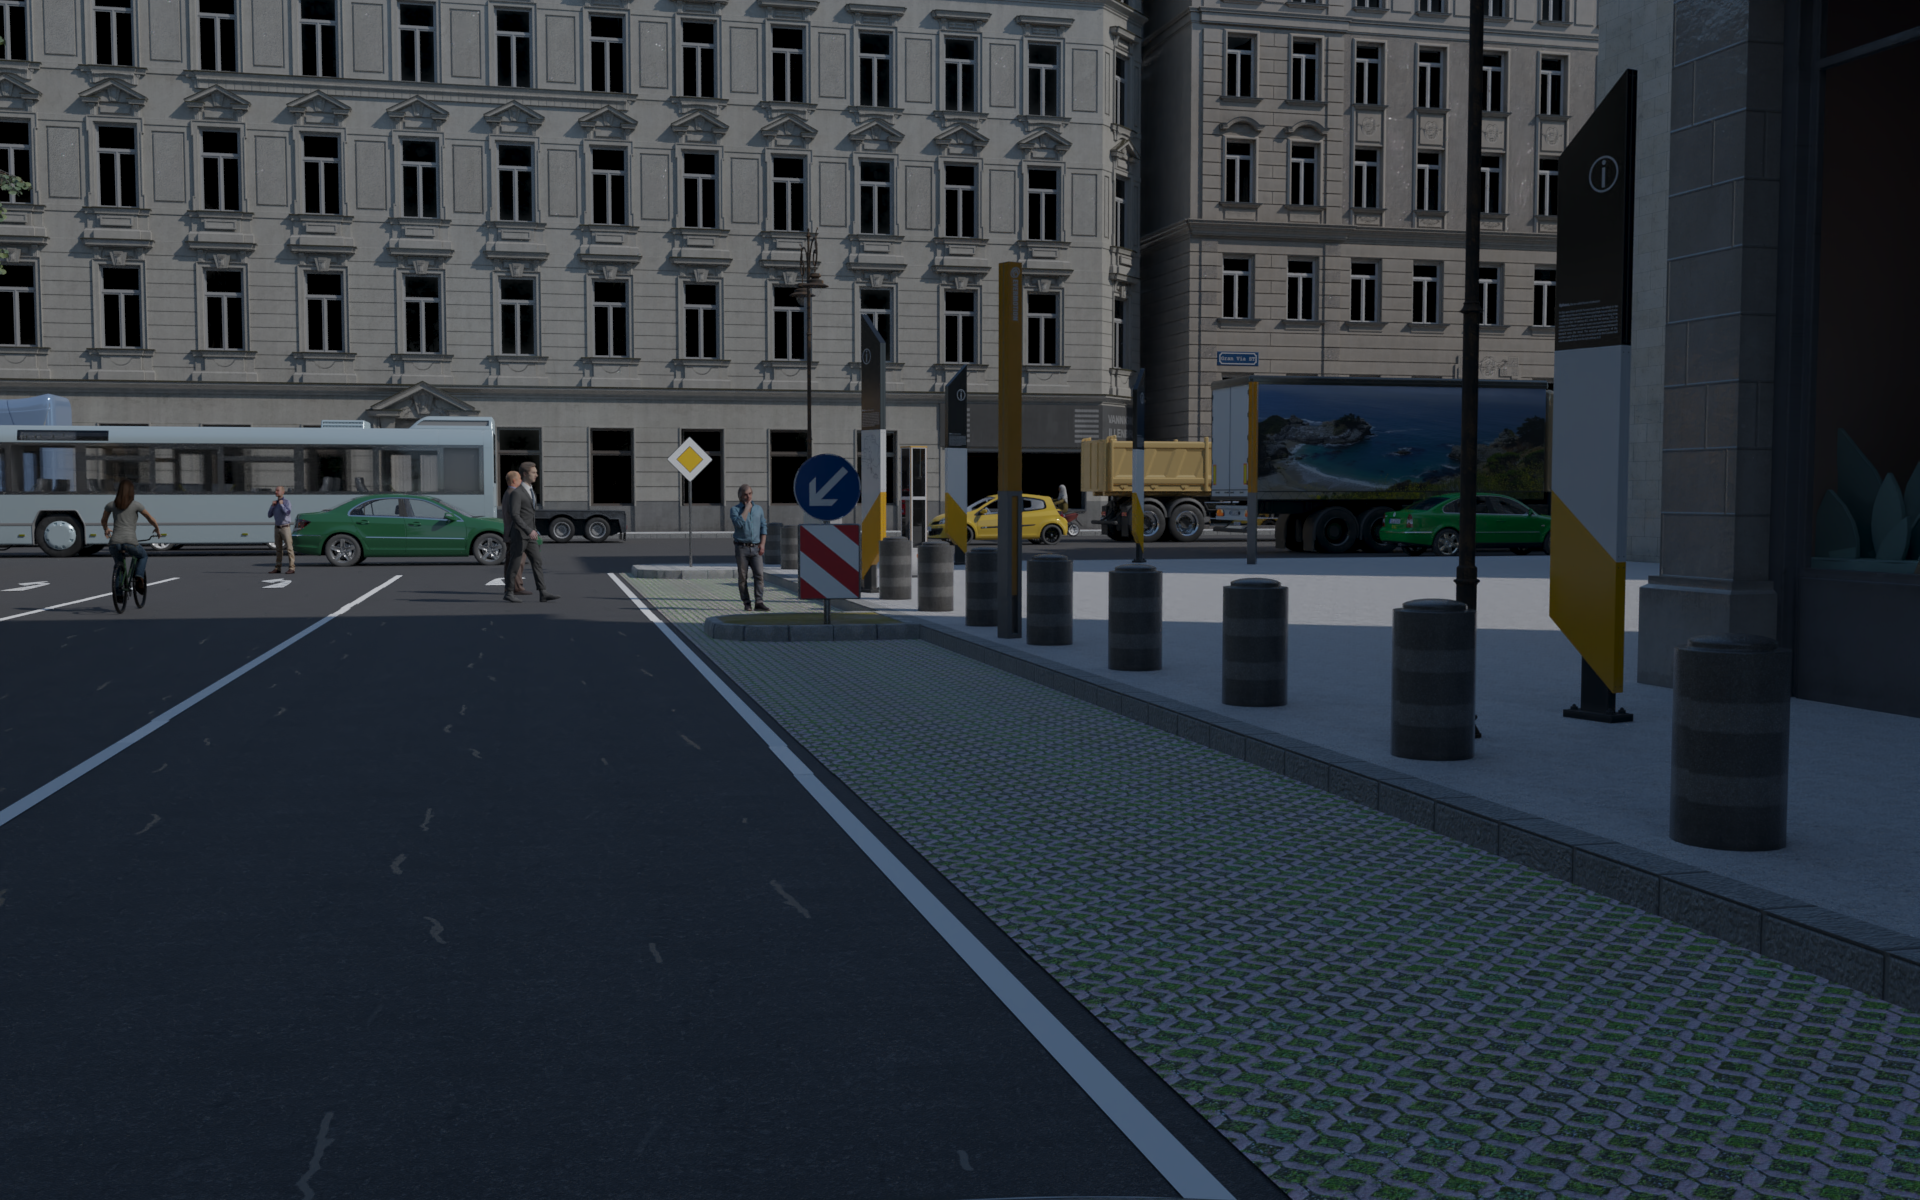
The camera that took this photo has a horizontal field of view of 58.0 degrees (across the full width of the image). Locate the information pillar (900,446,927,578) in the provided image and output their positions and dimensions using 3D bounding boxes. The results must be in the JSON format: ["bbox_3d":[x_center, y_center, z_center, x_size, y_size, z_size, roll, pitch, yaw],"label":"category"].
[{"bbox_3d":[-0.710,-1.354,26.625,0.304,2.012,0.304,-2,4,-34],"label":"information pillar"}]

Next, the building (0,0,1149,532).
[{"bbox_3d":[-15.447,-17.621,64.522,44.131,29.872,17.030,-1,4,-14],"label":"building"}]

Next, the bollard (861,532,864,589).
[{"bbox_3d":[-1.308,-0.521,23.229,0.404,0.777,0.398,0,3,0],"label":"bollard"}]

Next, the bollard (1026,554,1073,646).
[{"bbox_3d":[0.768,-0.005,14.806,0.404,0.777,0.398,0,3,0],"label":"bollard"}]

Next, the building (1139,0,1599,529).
[{"bbox_3d":[18.700,-16.723,70.691,25.104,27.353,12.463,-1,4,-14],"label":"building"}]

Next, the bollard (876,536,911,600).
[{"bbox_3d":[-0.788,-0.392,21.126,0.404,0.777,0.398,0,3,0],"label":"bollard"}]

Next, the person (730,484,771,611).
[{"bbox_3d":[-2.552,-0.637,21.134,0.499,1.552,0.429,0,4,-3],"label":"person"}]

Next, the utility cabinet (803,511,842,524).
[{"bbox_3d":[-2.111,-0.949,26.672,0.306,1.237,1.020,-2,4,-24],"label":"utility cabinet"}]

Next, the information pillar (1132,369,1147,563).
[{"bbox_3d":[3.324,-2.502,32.254,0.183,3.616,0.504,1,4,23],"label":"information pillar"}]

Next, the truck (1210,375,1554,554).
[{"bbox_3d":[11.962,-3.327,43.308,11.283,4.237,2.839,-1,4,-14],"label":"truck"}]

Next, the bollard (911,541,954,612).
[{"bbox_3d":[-0.267,-0.263,19.020,0.404,0.777,0.398,0,3,0],"label":"bollard"}]

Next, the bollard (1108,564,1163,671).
[{"bbox_3d":[1.286,0.123,12.702,0.404,0.777,0.398,0,3,0],"label":"bollard"}]

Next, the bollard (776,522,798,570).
[{"bbox_3d":[-2.860,-0.907,29.540,0.404,0.777,0.398,0,3,0],"label":"bollard"}]

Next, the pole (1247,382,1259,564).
[{"bbox_3d":[5.331,-2.305,31.535,0.158,3.312,0.155,0,3,0],"label":"pole"}]

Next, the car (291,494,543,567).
[{"bbox_3d":[-11.026,-1.434,35.240,4.920,1.459,2.131,-1,4,-13],"label":"car"}]

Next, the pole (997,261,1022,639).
[{"bbox_3d":[0.443,-1.315,15.342,0.158,3.312,0.155,0,3,0],"label":"pole"}]

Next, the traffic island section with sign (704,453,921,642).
[{"bbox_3d":[-1.576,-0.553,17.671,1.989,1.847,2.006,-1,4,-14],"label":"traffic island section with sign"}]

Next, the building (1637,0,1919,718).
[{"bbox_3d":[9.227,-9.784,10.878,10.553,20.767,40.483,-1,4,-14],"label":"building"}]

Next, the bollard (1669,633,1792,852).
[{"bbox_3d":[2.839,0.510,6.385,0.404,0.777,0.398,0,3,0],"label":"bollard"}]

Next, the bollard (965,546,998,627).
[{"bbox_3d":[0.251,-0.134,16.909,0.404,0.777,0.398,0,3,0],"label":"bollard"}]

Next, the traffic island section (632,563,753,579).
[{"bbox_3d":[-4.710,-0.499,30.442,2.009,0.180,2.903,-1,4,-14],"label":"traffic island section"}]

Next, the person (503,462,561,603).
[{"bbox_3d":[-5.678,-0.892,22.860,0.755,1.850,0.659,1,4,12],"label":"person"}]

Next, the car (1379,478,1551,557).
[{"bbox_3d":[12.056,-1.898,39.820,4.718,1.807,1.959,-1,4,-12],"label":"car"}]

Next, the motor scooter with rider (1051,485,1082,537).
[{"bbox_3d":[3.158,-3.006,58.114,1.986,1.779,0.876,-1,4,-12],"label":"motor scooter with rider"}]

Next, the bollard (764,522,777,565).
[{"bbox_3d":[-3.380,-1.036,31.654,0.404,0.777,0.398,0,3,0],"label":"bollard"}]

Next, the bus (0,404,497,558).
[{"bbox_3d":[-17.753,-2.799,40.629,13.247,3.499,2.948,-1,4,-14],"label":"bus"}]

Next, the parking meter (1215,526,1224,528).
[{"bbox_3d":[9.268,-3.262,61.752,0.372,1.533,0.369,0,3,0],"label":"parking meter"}]

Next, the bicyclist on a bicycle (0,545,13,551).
[{"bbox_3d":[-24.694,-2.053,43.594,1.625,1.676,1.499,-1,4,-13],"label":"bicyclist on a bicycle"}]

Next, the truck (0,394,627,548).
[{"bbox_3d":[-19.069,-3.625,49.027,18.799,4.110,2.967,-1,4,-16],"label":"truck"}]

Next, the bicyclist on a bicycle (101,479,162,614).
[{"bbox_3d":[-10.161,-0.681,21.161,1.499,1.676,1.625,-1,4,-13],"label":"bicyclist on a bicycle"}]

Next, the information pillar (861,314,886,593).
[{"bbox_3d":[-1.126,-1.899,22.409,0.183,3.616,0.504,-2,4,-34],"label":"information pillar"}]

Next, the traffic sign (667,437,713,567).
[{"bbox_3d":[-4.731,-1.634,30.360,0.795,2.450,0.064,-1,4,-14],"label":"traffic sign"}]

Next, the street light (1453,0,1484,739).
[{"bbox_3d":[2.666,-2.214,8.983,0.468,5.910,1.993,-1,4,-14],"label":"street light"}]

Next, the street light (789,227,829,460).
[{"bbox_3d":[-2.636,-3.516,30.281,0.468,5.910,1.993,-1,4,-14],"label":"street light"}]

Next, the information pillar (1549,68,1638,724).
[{"bbox_3d":[3.593,-1.130,9.830,0.183,3.616,0.504,-2,4,-29],"label":"information pillar"}]

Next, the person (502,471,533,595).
[{"bbox_3d":[-6.340,-0.965,24.832,0.434,1.755,0.990,-2,4,-29],"label":"person"}]

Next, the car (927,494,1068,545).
[{"bbox_3d":[1.041,-2.380,49.131,3.980,1.641,2.015,-1,4,-14],"label":"car"}]

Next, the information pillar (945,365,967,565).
[{"bbox_3d":[-0.061,-2.441,31.270,0.504,3.616,0.183,-3,5,-43],"label":"information pillar"}]

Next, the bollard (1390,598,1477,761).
[{"bbox_3d":[2.320,0.381,8.488,0.404,0.777,0.398,0,3,0],"label":"bollard"}]

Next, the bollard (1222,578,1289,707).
[{"bbox_3d":[1.804,0.252,10.592,0.404,0.777,0.398,0,3,0],"label":"bollard"}]

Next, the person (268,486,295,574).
[{"bbox_3d":[-12.201,-1.259,31.150,0.516,1.574,0.319,2,4,28],"label":"person"}]

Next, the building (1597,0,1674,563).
[{"bbox_3d":[21.819,-10.760,30.686,16.860,20.320,10.420,-1,4,-14],"label":"building"}]

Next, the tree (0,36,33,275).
[{"bbox_3d":[-15.647,-6.779,19.954,9.857,13.997,8.962,0,3,0],"label":"tree"}]

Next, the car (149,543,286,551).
[{"bbox_3d":[-19.053,-1.994,44.602,4.499,1.417,2.014,-1,4,-13],"label":"car"}]

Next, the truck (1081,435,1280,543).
[{"bbox_3d":[8.697,-3.486,52.922,9.791,3.379,3.469,-1,4,-14],"label":"truck"}]
